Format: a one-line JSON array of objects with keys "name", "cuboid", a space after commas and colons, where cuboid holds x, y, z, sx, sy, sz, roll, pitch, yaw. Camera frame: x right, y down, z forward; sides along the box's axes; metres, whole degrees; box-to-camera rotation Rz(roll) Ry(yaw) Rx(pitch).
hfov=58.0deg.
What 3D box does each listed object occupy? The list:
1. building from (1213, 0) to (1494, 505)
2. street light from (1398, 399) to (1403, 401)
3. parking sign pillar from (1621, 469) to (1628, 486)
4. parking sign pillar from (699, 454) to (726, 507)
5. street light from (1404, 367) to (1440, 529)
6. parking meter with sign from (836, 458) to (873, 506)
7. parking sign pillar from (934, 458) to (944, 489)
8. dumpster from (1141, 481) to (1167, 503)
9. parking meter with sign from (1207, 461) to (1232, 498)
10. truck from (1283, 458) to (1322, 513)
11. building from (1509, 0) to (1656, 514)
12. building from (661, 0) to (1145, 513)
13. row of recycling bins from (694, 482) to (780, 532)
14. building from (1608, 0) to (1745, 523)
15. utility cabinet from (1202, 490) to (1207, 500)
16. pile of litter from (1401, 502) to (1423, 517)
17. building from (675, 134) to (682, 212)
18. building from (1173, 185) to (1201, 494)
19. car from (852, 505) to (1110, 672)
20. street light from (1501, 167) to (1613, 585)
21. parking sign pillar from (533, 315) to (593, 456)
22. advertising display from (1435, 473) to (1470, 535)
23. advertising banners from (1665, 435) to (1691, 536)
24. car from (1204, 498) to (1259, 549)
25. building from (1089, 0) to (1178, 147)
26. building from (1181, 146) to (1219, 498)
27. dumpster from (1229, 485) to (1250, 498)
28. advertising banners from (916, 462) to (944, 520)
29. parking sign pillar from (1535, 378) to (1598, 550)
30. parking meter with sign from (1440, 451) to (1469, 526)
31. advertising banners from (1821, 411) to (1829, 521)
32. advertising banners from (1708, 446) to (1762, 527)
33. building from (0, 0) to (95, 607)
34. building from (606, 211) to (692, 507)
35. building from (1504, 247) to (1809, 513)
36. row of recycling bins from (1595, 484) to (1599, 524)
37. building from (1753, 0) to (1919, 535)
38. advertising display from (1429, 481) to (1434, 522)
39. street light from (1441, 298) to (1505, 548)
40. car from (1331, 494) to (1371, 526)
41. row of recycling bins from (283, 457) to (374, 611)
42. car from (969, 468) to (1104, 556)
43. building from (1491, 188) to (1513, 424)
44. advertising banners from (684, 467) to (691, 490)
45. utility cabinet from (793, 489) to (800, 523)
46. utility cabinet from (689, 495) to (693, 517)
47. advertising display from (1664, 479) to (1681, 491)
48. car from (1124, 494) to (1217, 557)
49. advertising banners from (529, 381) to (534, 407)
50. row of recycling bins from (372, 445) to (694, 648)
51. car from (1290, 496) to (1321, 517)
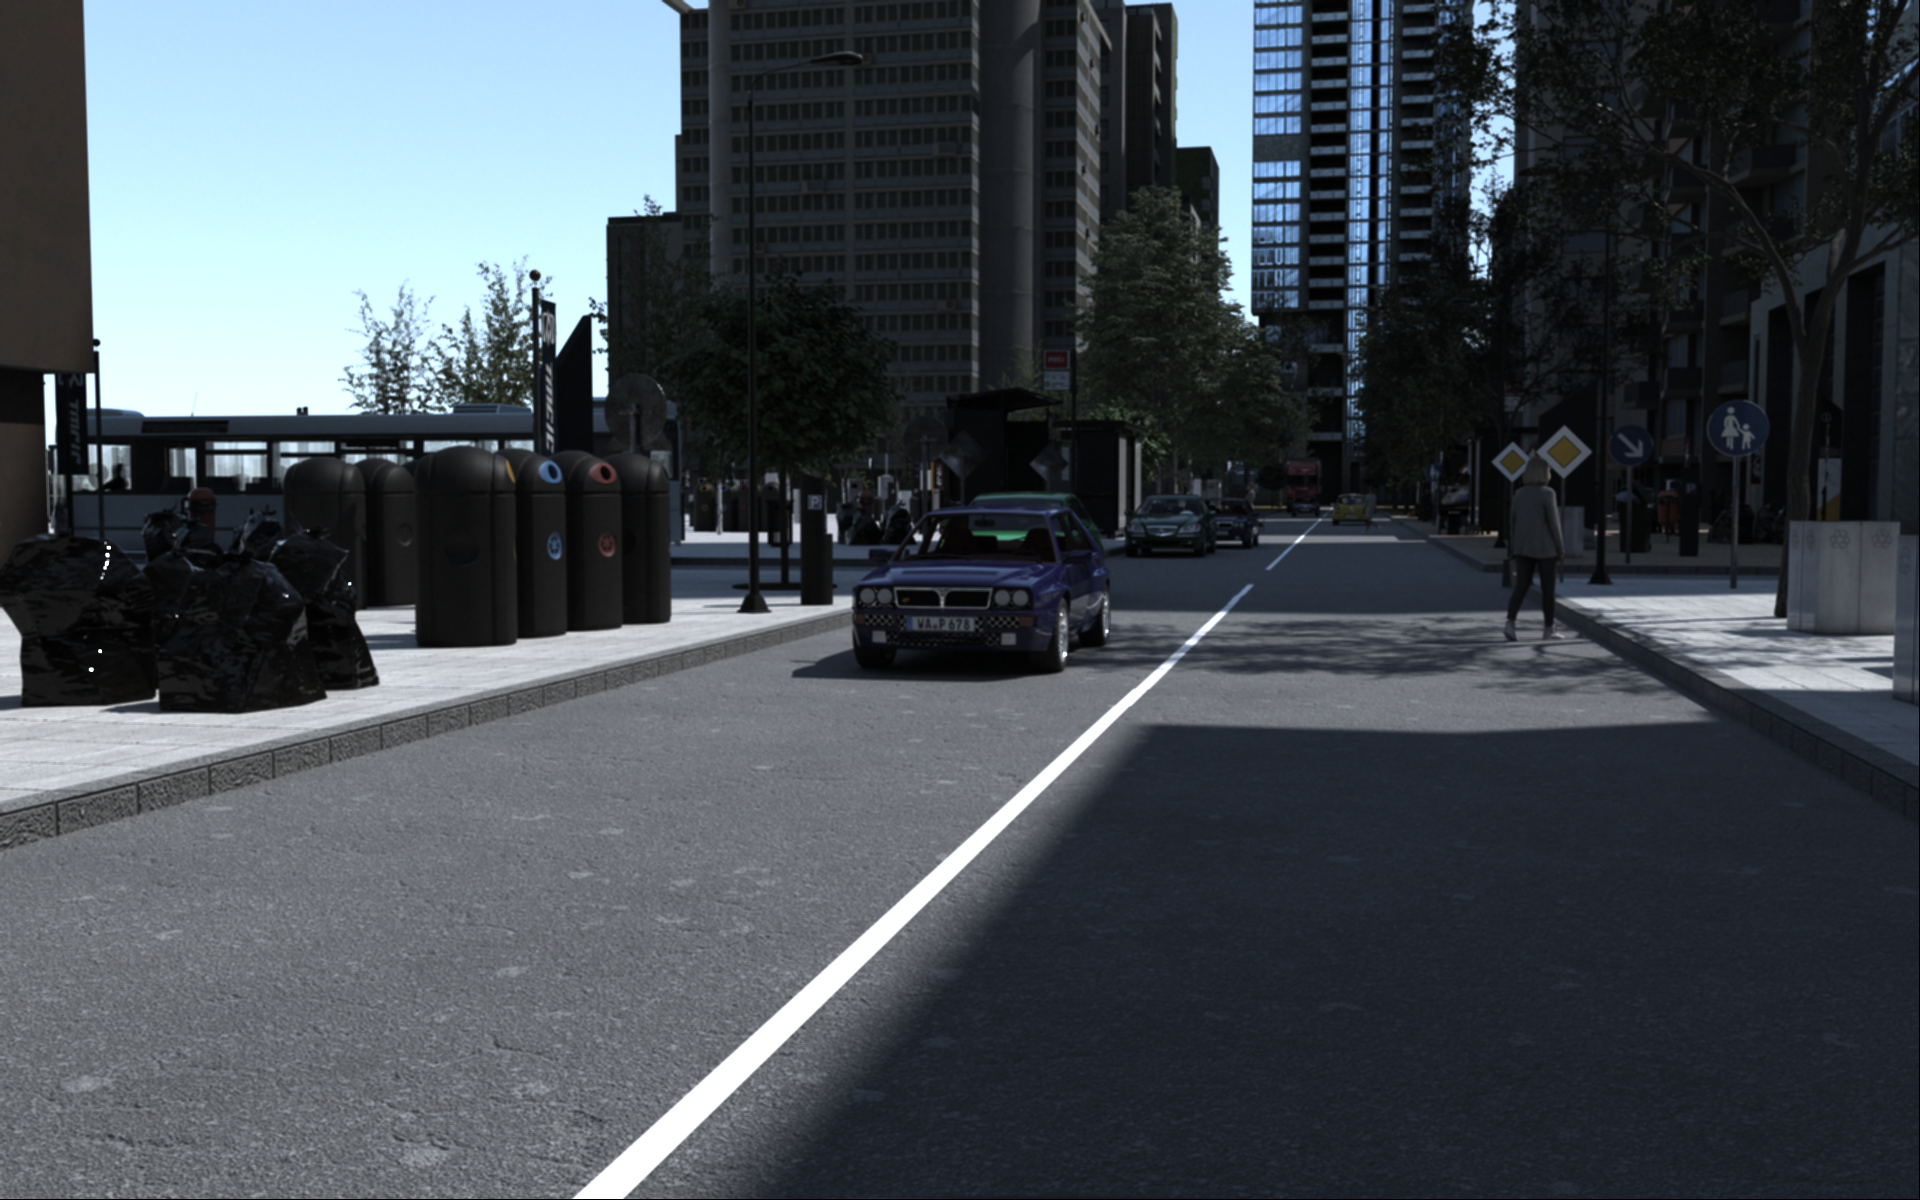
[{"name": "building", "cuboid": [46.682, -54.551, 204.573, 31.000, 86.520, 22.319, 1, 4, 13]}, {"name": "street light", "cuboid": [21.927, -6.844, 84.442, 1.470, 5.913, 1.316, 1, 4, 13]}, {"name": "parking sign pillar", "cuboid": [39.202, -6.872, 100.825, 1.447, 3.967, 1.447, 1, 4, 9]}, {"name": "parking sign pillar", "cuboid": [-12.068, -5.873, 84.488, 1.447, 3.967, 1.447, 0, 4, -7]}, {"name": "street light", "cuboid": [17.090, -5.543, 63.170, 1.470, 5.913, 1.316, 1, 4, 13]}, {"name": "parking meter with sign", "cuboid": [-5.101, -5.362, 83.934, 1.738, 3.016, 0.543, -1, 4, -14]}, {"name": "parking sign pillar", "cuboid": [-1.473, -6.938, 101.914, 1.447, 3.967, 1.447, 0, 4, -6]}, {"name": "dumpster", "cuboid": [7.986, -4.109, 72.945, 1.264, 1.857, 1.865, 1, 4, 13]}, {"name": "parking meter with sign", "cuboid": [13.482, -5.845, 91.827, 1.738, 3.016, 0.543, 2, 4, 34]}, {"name": "truck", "cuboid": [26.879, -8.954, 135.315, 2.839, 4.237, 11.283, 1, 4, 13]}, {"name": "building", "cuboid": [50.350, -35.520, 122.759, 21.231, 58.520, 28.212, 1, 4, 13]}, {"name": "building", "cuboid": [-2.996, -26.471, 124.687, 32.217, 40.220, 23.993, 1, 4, 13]}, {"name": "row of recycling bins", "cuboid": [-7.548, -3.180, 59.112, 3.534, 1.692, 1.069, 2, 4, 25]}, {"name": "building", "cuboid": [44.183, -26.129, 81.831, 22.147, 44.769, 28.867, 1, 4, 13]}, {"name": "utility cabinet", "cuboid": [14.891, -5.921, 105.490, 0.318, 1.500, 1.173, 1, 4, 12]}, {"name": "pile of litter", "cuboid": [25.286, -5.018, 96.009, 1.719, 0.858, 1.176, 1, 4, 12]}, {"name": "building", "cuboid": [-22.175, -36.498, 220.446, 21.600, 48.544, 21.300, 1, 4, 13]}, {"name": "building", "cuboid": [16.369, -24.412, 170.842, 14.107, 30.474, 14.160, 1, 4, 13]}, {"name": "car", "cuboid": [0.275, -0.166, 15.287, 1.945, 1.354, 3.894, 1, 4, 13]}, {"name": "street light", "cuboid": [8.607, -3.187, 24.652, 1.470, 5.913, 1.316, 1, 4, 13]}, {"name": "parking sign pillar", "cuboid": [-5.849, -2.270, 25.583, 1.447, 3.967, 1.447, 1, 4, 9]}, {"name": "advertising display", "cuboid": [15.352, -2.975, 53.851, 0.974, 1.923, 0.123, 0, 4, -3]}, {"name": "advertising banners", "cuboid": [21.845, -3.455, 52.681, 0.090, 3.025, 2.074, 0, 4, 5]}, {"name": "car", "cuboid": [7.103, -2.086, 46.687, 1.945, 1.354, 3.894, 1, 4, 13]}, {"name": "building", "cuboid": [9.948, -28.007, 141.506, 14.154, 41.232, 14.086, 1, 4, 13]}, {"name": "building", "cuboid": [23.537, -32.066, 207.868, 14.086, 41.232, 14.154, 1, 4, 13]}, {"name": "dumpster", "cuboid": [17.343, -6.241, 107.806, 1.264, 1.857, 1.865, 1, 4, 13]}, {"name": "advertising banners", "cuboid": [-0.468, -3.615, 55.286, 2.074, 3.025, 0.090, -2, 4, -28]}, {"name": "parking sign pillar", "cuboid": [14.128, -3.178, 40.426, 1.447, 3.967, 1.447, 0, 4, 6]}, {"name": "parking meter with sign", "cuboid": [20.220, -4.486, 69.604, 1.738, 3.016, 0.543, 0, 4, 3]}, {"name": "advertising banners", "cuboid": [17.970, -2.433, 35.968, 0.090, 3.025, 2.074, 2, 4, 28]}, {"name": "advertising banners", "cuboid": [21.064, -3.103, 46.926, 2.074, 3.025, 0.090, -2, 4, -26]}, {"name": "building", "cuboid": [-18.651, -22.260, 14.054, 14.200, 45.320, 14.600, 1, 4, 13]}, {"name": "building", "cuboid": [-27.534, -25.019, 180.758, 14.107, 30.474, 14.160, 1, 4, 13]}, {"name": "building", "cuboid": [58.237, -51.265, 150.857, 22.319, 86.520, 31.000, 1, 4, 13]}, {"name": "row of recycling bins", "cuboid": [25.952, -4.112, 74.342, 3.534, 1.692, 1.069, 0, 4, -6]}, {"name": "building", "cuboid": [37.988, -44.664, 42.924, 31.000, 86.520, 22.319, 1, 4, 13]}, {"name": "advertising display", "cuboid": [21.817, -4.490, 78.619, 0.974, 1.923, 0.123, 0, 4, 2]}, {"name": "street light", "cuboid": [12.316, -4.194, 41.116, 1.470, 5.913, 1.316, 1, 4, 13]}, {"name": "car", "cuboid": [18.181, -4.284, 80.267, 2.015, 1.641, 3.980, 1, 4, 14]}, {"name": "row of recycling bins", "cuboid": [-6.623, -0.815, 20.436, 1.069, 1.692, 3.534, 1, 4, 15]}, {"name": "car", "cuboid": [0.836, -0.873, 23.068, 1.959, 1.807, 4.718, 1, 4, 12]}, {"name": "building", "cuboid": [75.659, -31.400, 205.274, 23.993, 40.220, 32.217, 1, 4, 13]}, {"name": "advertising banners", "cuboid": [-16.906, -7.096, 112.206, 2.074, 3.025, 0.090, -1, 4, -22]}, {"name": "utility cabinet", "cuboid": [-7.111, -4.156, 76.626, 0.318, 1.500, 1.173, -1, 4, -16]}, {"name": "utility cabinet", "cuboid": [-14.487, -5.185, 95.929, 1.020, 1.237, 0.306, 0, 4, 1]}, {"name": "advertising display", "cuboid": [29.745, -4.089, 72.070, 0.974, 1.923, 0.123, -1, 4, -11]}, {"name": "car", "cuboid": [5.013, -1.777, 40.859, 2.131, 1.459, 4.920, 1, 4, 13]}, {"name": "advertising banners", "cuboid": [-6.622, -1.942, 27.947, 0.090, 3.025, 2.074, 0, 4, 3]}, {"name": "row of recycling bins", "cuboid": [-3.818, -0.547, 16.060, 1.069, 1.692, 3.534, 1, 4, 19]}, {"name": "car", "cuboid": [22.109, -6.005, 110.760, 1.945, 1.354, 3.894, 1, 4, 12]}]
